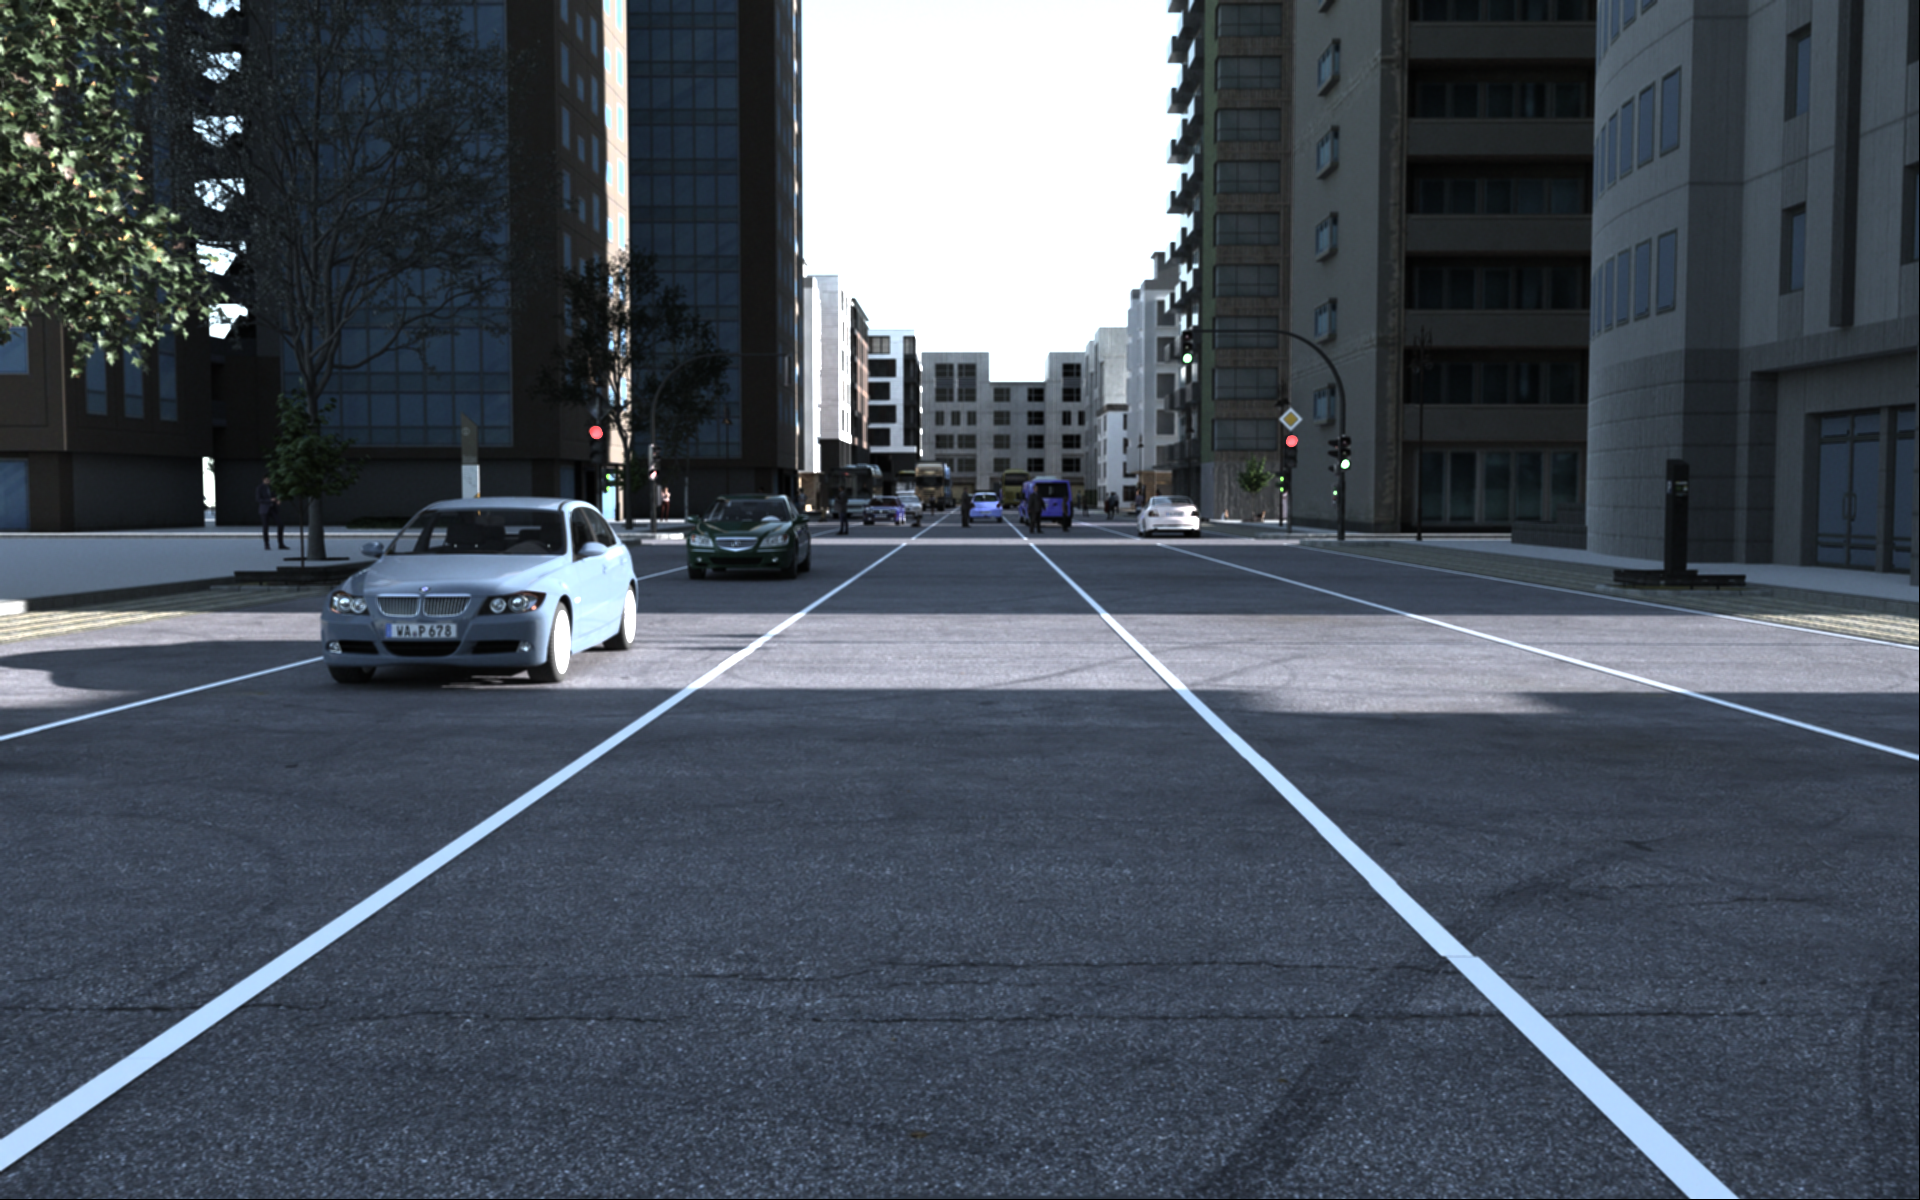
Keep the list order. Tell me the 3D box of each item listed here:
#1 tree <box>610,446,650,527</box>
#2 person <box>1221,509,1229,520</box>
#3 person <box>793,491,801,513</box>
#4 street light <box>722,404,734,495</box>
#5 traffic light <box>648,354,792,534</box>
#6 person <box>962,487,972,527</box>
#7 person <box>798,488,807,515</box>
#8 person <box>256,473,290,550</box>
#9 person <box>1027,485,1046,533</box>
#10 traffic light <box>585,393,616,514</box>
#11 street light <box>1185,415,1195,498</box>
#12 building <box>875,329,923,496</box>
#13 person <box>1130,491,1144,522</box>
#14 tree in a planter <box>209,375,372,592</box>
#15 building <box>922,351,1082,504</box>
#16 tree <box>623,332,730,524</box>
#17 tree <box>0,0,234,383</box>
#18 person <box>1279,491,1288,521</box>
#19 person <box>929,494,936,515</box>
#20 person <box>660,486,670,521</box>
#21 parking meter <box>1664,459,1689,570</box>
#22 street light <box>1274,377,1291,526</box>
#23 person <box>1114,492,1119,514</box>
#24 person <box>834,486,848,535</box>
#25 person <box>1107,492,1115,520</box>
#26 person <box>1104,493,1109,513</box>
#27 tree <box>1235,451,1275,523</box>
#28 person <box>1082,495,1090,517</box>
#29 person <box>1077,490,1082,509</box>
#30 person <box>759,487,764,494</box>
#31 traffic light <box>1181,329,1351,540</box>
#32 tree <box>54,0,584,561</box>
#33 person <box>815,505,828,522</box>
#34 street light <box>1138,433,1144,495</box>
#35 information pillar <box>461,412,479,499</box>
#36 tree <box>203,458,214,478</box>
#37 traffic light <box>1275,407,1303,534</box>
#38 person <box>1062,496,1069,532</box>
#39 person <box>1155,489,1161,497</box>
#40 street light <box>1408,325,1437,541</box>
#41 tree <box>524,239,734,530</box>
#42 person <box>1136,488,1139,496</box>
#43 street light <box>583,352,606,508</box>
[{"bbox_3d":[-13.055,-4.527,68.625,1.663,3.219,1.824,0,3,0],"label":"tree"},{"bbox_3d":[12.933,-4.158,84.496,0.357,0.543,0.381,-1,4,-11],"label":"person"},{"bbox_3d":[-8.378,-4.885,90.233,0.647,1.594,0.662,1,4,15],"label":"person"},{"bbox_3d":[-11.699,-6.996,87.167,0.468,5.910,1.993,0,4,1],"label":"street light"},{"bbox_3d":[-7.836,-4.983,56.147,4.771,5.953,1.251,0,4,1],"label":"traffic light"},{"bbox_3d":[0.289,-4.042,75.135,0.434,1.755,0.990,-1,4,-17],"label":"person"},{"bbox_3d":[-7.954,-4.776,87.313,0.376,1.734,0.841,1,4,16],"label":"person"},{"bbox_3d":[-15.822,-2.044,39.917,0.568,1.767,0.683,3,5,41],"label":"person"},{"bbox_3d":[2.845,-3.344,63.720,0.990,1.755,0.434,-3,5,-43],"label":"person"},{"bbox_3d":[-10.016,-3.623,48.150,0.839,4.253,0.868,0,4,1],"label":"traffic light"},{"bbox_3d":[13.188,-7.751,99.510,0.468,5.910,1.993,0,4,1],"label":"street light"},{"bbox_3d":[-21.568,-23.506,228.300,32.646,21.610,27.936,0,4,1],"label":"building"},{"bbox_3d":[9.273,-4.853,89.809,0.963,1.587,0.435,-3,5,-43],"label":"person"},{"bbox_3d":[-9.971,-1.771,26.174,1.991,3.239,1.994,0,4,1],"label":"tree in a planter"},{"bbox_3d":[11.088,-21.805,222.976,31.486,18.905,16.747,0,4,1],"label":"building"},{"bbox_3d":[-12.163,-7.641,75.299,4.360,8.622,3.978,0,3,0],"label":"tree"},{"bbox_3d":[-12.369,-6.111,16.919,9.611,12.733,9.660,0,3,0],"label":"tree"},{"bbox_3d":[15.676,-4.704,83.618,0.551,1.740,0.621,-3,5,-41],"label":"person"},{"bbox_3d":[-1.888,-6.377,115.955,0.628,1.438,0.799,-1,4,-23],"label":"person"},{"bbox_3d":[-13.885,-4.525,81.493,0.517,1.644,0.566,3,4,36],"label":"person"},{"bbox_3d":[11.911,-1.411,28.785,0.255,1.863,0.399,0,4,2],"label":"parking meter"},{"bbox_3d":[12.791,-5.876,68.864,0.468,5.910,1.993,0,4,1],"label":"street light"},{"bbox_3d":[11.088,-6.923,123.909,0.614,1.554,0.590,-1,4,-14],"label":"person"},{"bbox_3d":[-4.192,-3.161,60.998,0.431,1.722,0.655,1,4,21],"label":"person"},{"bbox_3d":[8.457,-5.277,96.994,0.499,1.552,0.429,0,4,-5],"label":"person"},{"bbox_3d":[11.077,-7.315,130.561,0.387,1.526,0.523,1,4,19],"label":"person"},{"bbox_3d":[13.903,-5.392,82.761,1.663,3.219,1.824,0,3,0],"label":"tree"},{"bbox_3d":[7.968,-5.956,109.789,0.435,1.345,0.340,-3,4,-39],"label":"person"},{"bbox_3d":[11.460,-9.652,166.401,0.705,1.814,1.350,-1,4,-17],"label":"person"},{"bbox_3d":[-8.333,-3.896,72.899,0.576,1.737,0.504,-1,4,-14],"label":"person"},{"bbox_3d":[8.452,-4.474,47.823,4.771,5.953,1.251,0,4,1],"label":"traffic light"},{"bbox_3d":[-12.393,-7.503,33.046,12.009,13.543,11.850,0,3,0],"label":"tree"},{"bbox_3d":[-6.990,-4.339,87.370,0.695,0.859,0.347,2,4,29],"label":"person"},{"bbox_3d":[13.560,-9.625,130.157,0.468,5.910,1.993,0,4,1],"label":"street light"},{"bbox_3d":[-13.945,-3.543,49.290,0.504,3.616,0.183,0,4,5],"label":"information pillar"},{"bbox_3d":[-34.975,-6.150,84.261,4.285,4.588,4.351,0,3,0],"label":"tree"},{"bbox_3d":[10.632,-4.098,55.926,0.839,4.253,0.868,0,4,1],"label":"traffic light"},{"bbox_3d":[4.064,-3.291,66.221,0.340,1.345,0.435,0,4,-3],"label":"person"},{"bbox_3d":[13.349,-6.636,116.245,0.444,1.614,0.593,0,4,0],"label":"person"},{"bbox_3d":[12.657,-4.573,47.555,0.468,5.910,1.993,0,4,1],"label":"street light"},{"bbox_3d":[-11.816,-7.837,62.549,8.767,10.594,7.601,1,4,18],"label":"tree"},{"bbox_3d":[13.864,-7.800,134.261,0.721,1.739,1.217,1,4,10],"label":"person"},{"bbox_3d":[-11.889,-5.121,56.518,0.468,5.910,1.993,0,4,1],"label":"street light"}]
